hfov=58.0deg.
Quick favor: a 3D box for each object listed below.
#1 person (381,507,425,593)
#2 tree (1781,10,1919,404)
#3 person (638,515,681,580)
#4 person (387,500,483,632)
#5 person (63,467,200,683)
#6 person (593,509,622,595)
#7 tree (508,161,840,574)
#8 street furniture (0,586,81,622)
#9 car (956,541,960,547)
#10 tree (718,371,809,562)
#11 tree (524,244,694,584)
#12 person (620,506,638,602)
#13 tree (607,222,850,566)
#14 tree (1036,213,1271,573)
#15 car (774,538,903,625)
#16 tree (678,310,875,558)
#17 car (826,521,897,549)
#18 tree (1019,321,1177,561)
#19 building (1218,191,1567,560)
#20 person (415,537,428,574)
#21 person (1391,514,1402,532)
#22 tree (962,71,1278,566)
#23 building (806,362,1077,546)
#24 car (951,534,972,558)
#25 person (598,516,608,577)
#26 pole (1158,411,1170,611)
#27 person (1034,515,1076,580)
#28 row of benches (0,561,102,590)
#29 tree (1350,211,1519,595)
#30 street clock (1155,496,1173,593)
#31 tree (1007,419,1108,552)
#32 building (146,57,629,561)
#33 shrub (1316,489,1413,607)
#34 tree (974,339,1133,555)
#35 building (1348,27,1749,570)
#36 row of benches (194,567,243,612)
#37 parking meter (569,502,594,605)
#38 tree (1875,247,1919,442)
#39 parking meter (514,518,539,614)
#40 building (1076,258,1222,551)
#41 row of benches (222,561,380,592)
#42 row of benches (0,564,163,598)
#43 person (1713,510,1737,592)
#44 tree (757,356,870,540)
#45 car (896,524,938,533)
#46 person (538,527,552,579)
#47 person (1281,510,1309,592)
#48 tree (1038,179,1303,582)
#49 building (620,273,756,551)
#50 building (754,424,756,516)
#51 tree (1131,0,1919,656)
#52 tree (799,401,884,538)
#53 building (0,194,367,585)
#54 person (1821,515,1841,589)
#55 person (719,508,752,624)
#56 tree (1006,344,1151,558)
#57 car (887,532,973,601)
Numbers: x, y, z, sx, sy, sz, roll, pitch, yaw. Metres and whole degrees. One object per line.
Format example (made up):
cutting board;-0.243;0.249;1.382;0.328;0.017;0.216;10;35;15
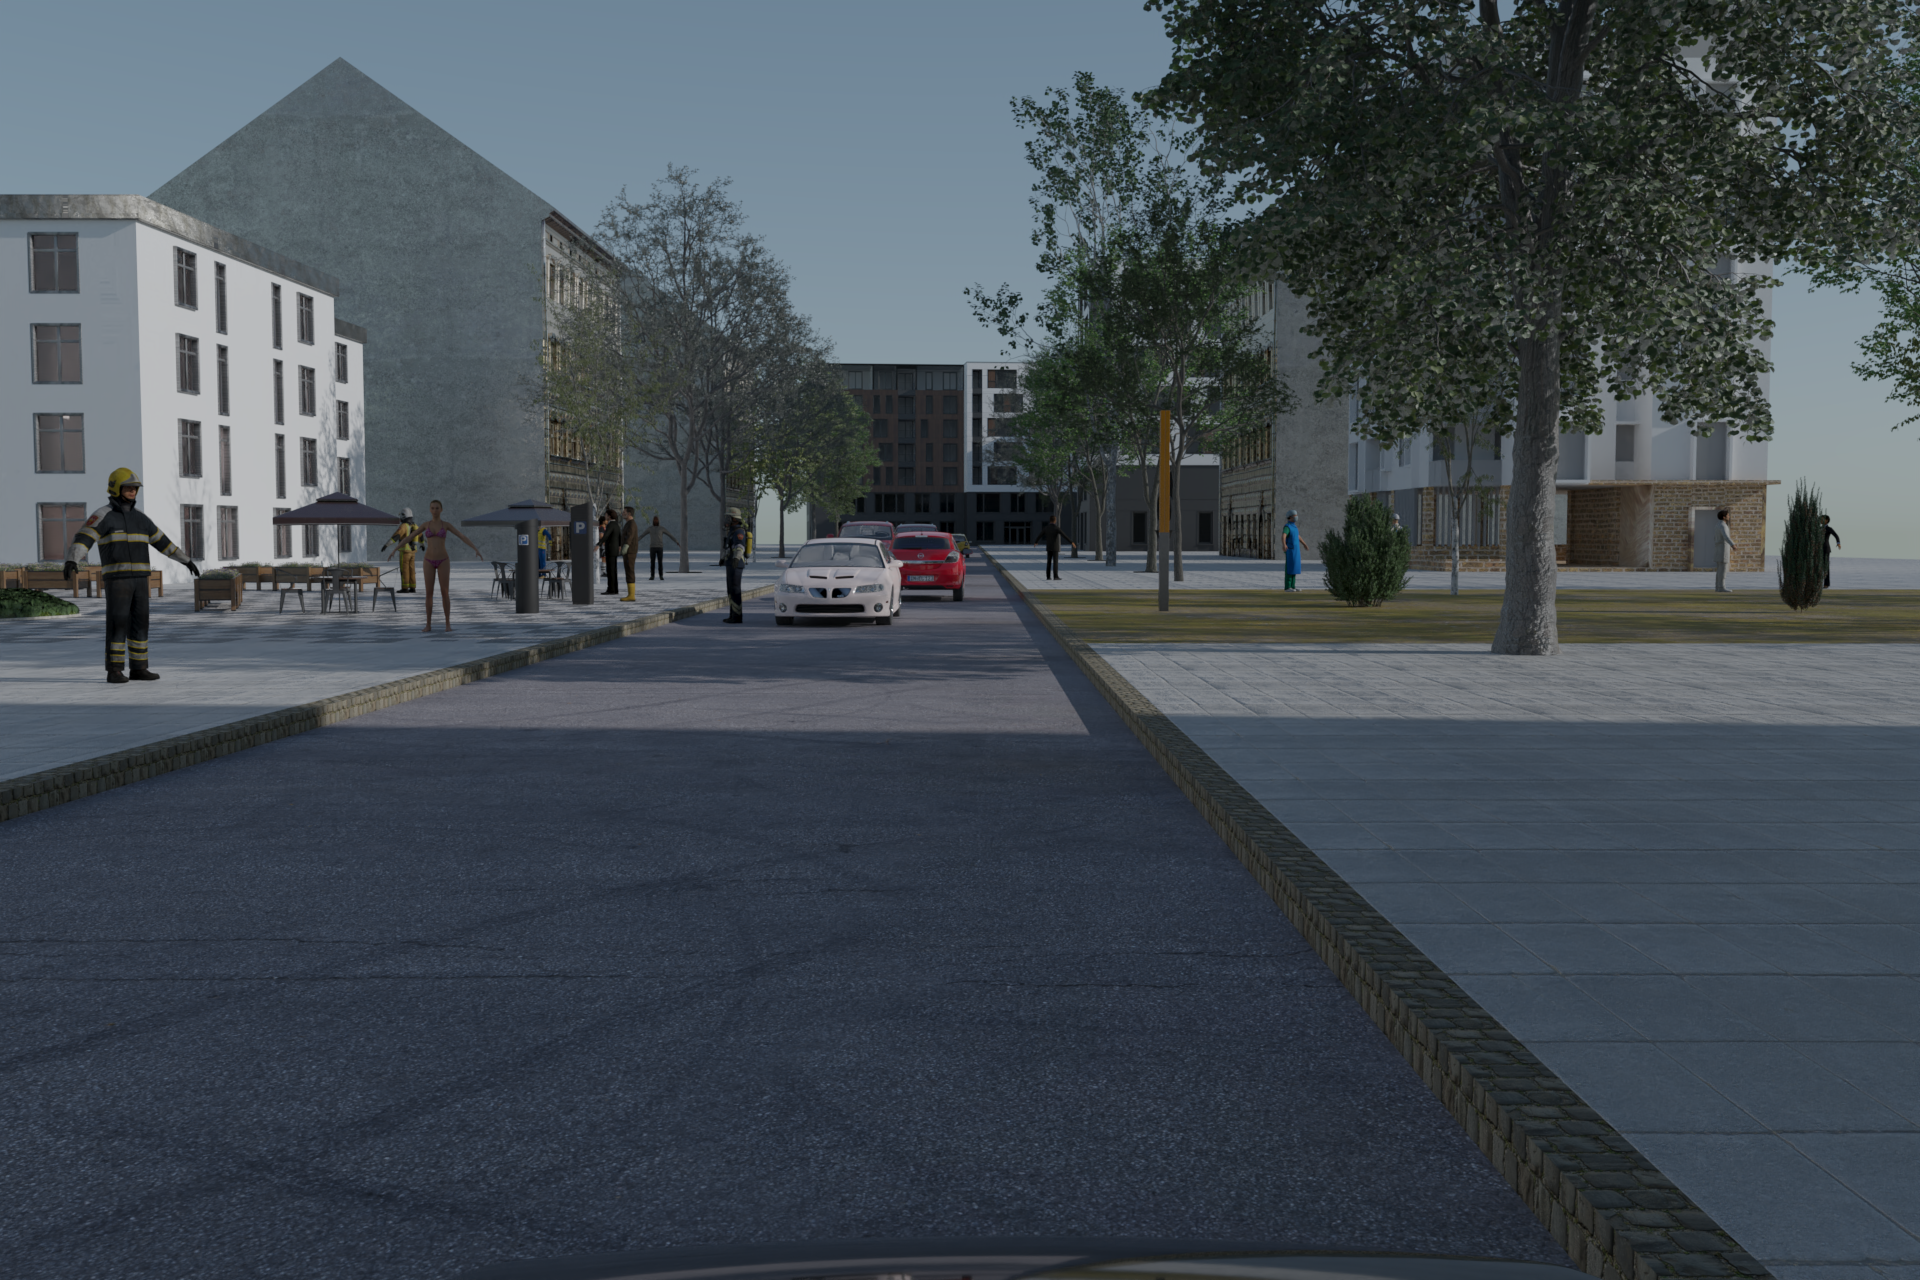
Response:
person;-12.042;-1.950;37.652;0.705;1.858;1.354;1;4;22
tree;19.352;-6.508;32.158;9.928;11.665;9.643;0;3;0
person;-8.447;-2.572;48.175;1.348;1.813;0.705;0;4;-4
person;-6.892;-0.977;22.780;1.217;1.733;0.721;-1;4;-9
person;-7.215;-0.566;15.017;0.704;1.858;1.351;2;4;25
person;-7.397;-1.861;36.621;0.705;1.806;1.347;1;4;10
tree;-9.016;-8.946;56.630;12.009;13.543;11.850;0;3;0
street furniture;-16.318;-0.461;23.169;5.734;0.657;10.072;0;4;5
car;-1.065;-5.031;94.047;2.131;1.459;4.920;0;4;1
tree;-9.180;-7.827;78.342;4.737;8.622;4.395;0;3;0
tree;-9.495;-5.762;44.572;4.360;8.622;3.978;0;3;0
person;-6.325;-1.641;32.961;0.704;1.812;1.346;-1;4;-11
tree;-9.613;-9.705;69.048;12.009;13.543;11.850;0;3;0
tree;6.282;-8.022;56.915;9.928;11.665;9.643;0;3;0
car;-1.965;-1.003;28.756;2.083;1.381;4.827;0;4;1
tree;-9.477;-11.138;92.478;12.009;13.543;11.850;0;3;0
car;-2.702;-2.562;50.556;2.281;1.827;5.304;0;4;0
tree;6.675;-9.586;82.489;9.928;11.665;9.643;0;3;0
building;24.624;-16.038;93.157;19.493;23.208;18.063;0;4;0
person;-17.593;-2.993;55.205;1.348;1.796;0.705;0;4;-5
person;12.118;-2.600;48.370;1.347;1.847;0.705;-3;4;-36
tree;6.545;-13.070;69.577;12.611;20.169;13.585;0;3;0
building;-2.794;-22.684;217.318;32.646;21.610;27.936;0;4;-6
car;-0.284;-5.817;105.323;2.015;1.641;3.980;0;4;-1
person;-10.633;-2.795;51.843;0.704;1.843;1.345;0;4;-6
pole;3.385;-2.132;28.710;0.158;3.312;0.155;0;3;0
person;2.604;-2.578;48.382;1.346;1.802;0.704;2;4;35
row of benches;-20.752;-1.440;39.004;1.422;0.672;4.104;1;4;11
tree;10.636;-5.264;36.426;4.360;8.622;3.978;0;3;0
street clock;3.877;-1.734;32.923;0.358;2.002;0.471;0;4;0
tree;7.121;-11.407;120.910;8.767;10.594;7.601;3;4;37
building;-28.516;-15.809;89.404;19.493;23.208;18.063;0;3;0
shrub;7.143;-1.624;30.594;1.661;2.075;1.752;0;3;0
tree;5.975;-12.132;108.729;12.009;13.543;11.850;0;3;0
building;21.329;-13.120;70.939;16.016;20.090;11.380;0;3;0
row of benches;-13.041;-0.921;30.526;1.422;0.672;4.104;-1;4;-21
parking meter;-6.878;-1.575;31.463;0.399;1.863;0.255;0;4;1
tree;23.067;-5.474;39.861;4.737;8.622;4.395;0;3;0
parking meter;-7.015;-1.201;28.043;0.372;1.533;0.369;0;3;0
building;23.573;-18.398;144.787;27.936;21.610;32.646;0;3;0
row of benches;-14.821;-1.446;39.098;4.104;0.672;1.422;1;4;22
row of benches;-18.291;-1.192;34.949;4.104;0.672;1.422;0;4;-1
person;16.927;-1.969;38.385;0.705;1.806;1.347;1;4;10
tree;-9.819;-11.783;110.777;7.486;12.596;7.792;0;3;0
car;-1.597;-3.366;63.704;2.281;1.827;5.304;0;4;0
person;-12.103;-2.643;49.676;1.216;1.772;0.721;3;4;36
person;7.390;-1.977;38.456;0.704;1.817;1.347;2;4;33
tree;5.594;-6.856;46.506;7.601;10.594;8.767;-1;4;-18
building;-27.447;-19.121;143.554;19.493;23.208;18.063;0;4;1
building;-26.397;-19.032;167.587;16.016;20.090;11.380;0;4;1
tree;6.141;-6.829;18.309;9.857;13.997;8.962;0;3;0
tree;-9.045;-12.253;126.093;9.928;11.665;9.643;0;3;0
building;-24.914;-7.023;56.971;9.099;9.664;28.070;0;4;0
person;20.264;-2.083;40.784;0.721;1.740;1.216;-1;4;-18
person;-3.658;-1.199;27.837;0.705;1.856;1.354;-1;4;-17
tree;6.226;-10.180;92.204;9.928;11.665;9.643;0;3;0
car;-0.795;-1.794;38.368;2.155;1.783;4.494;0;4;1
